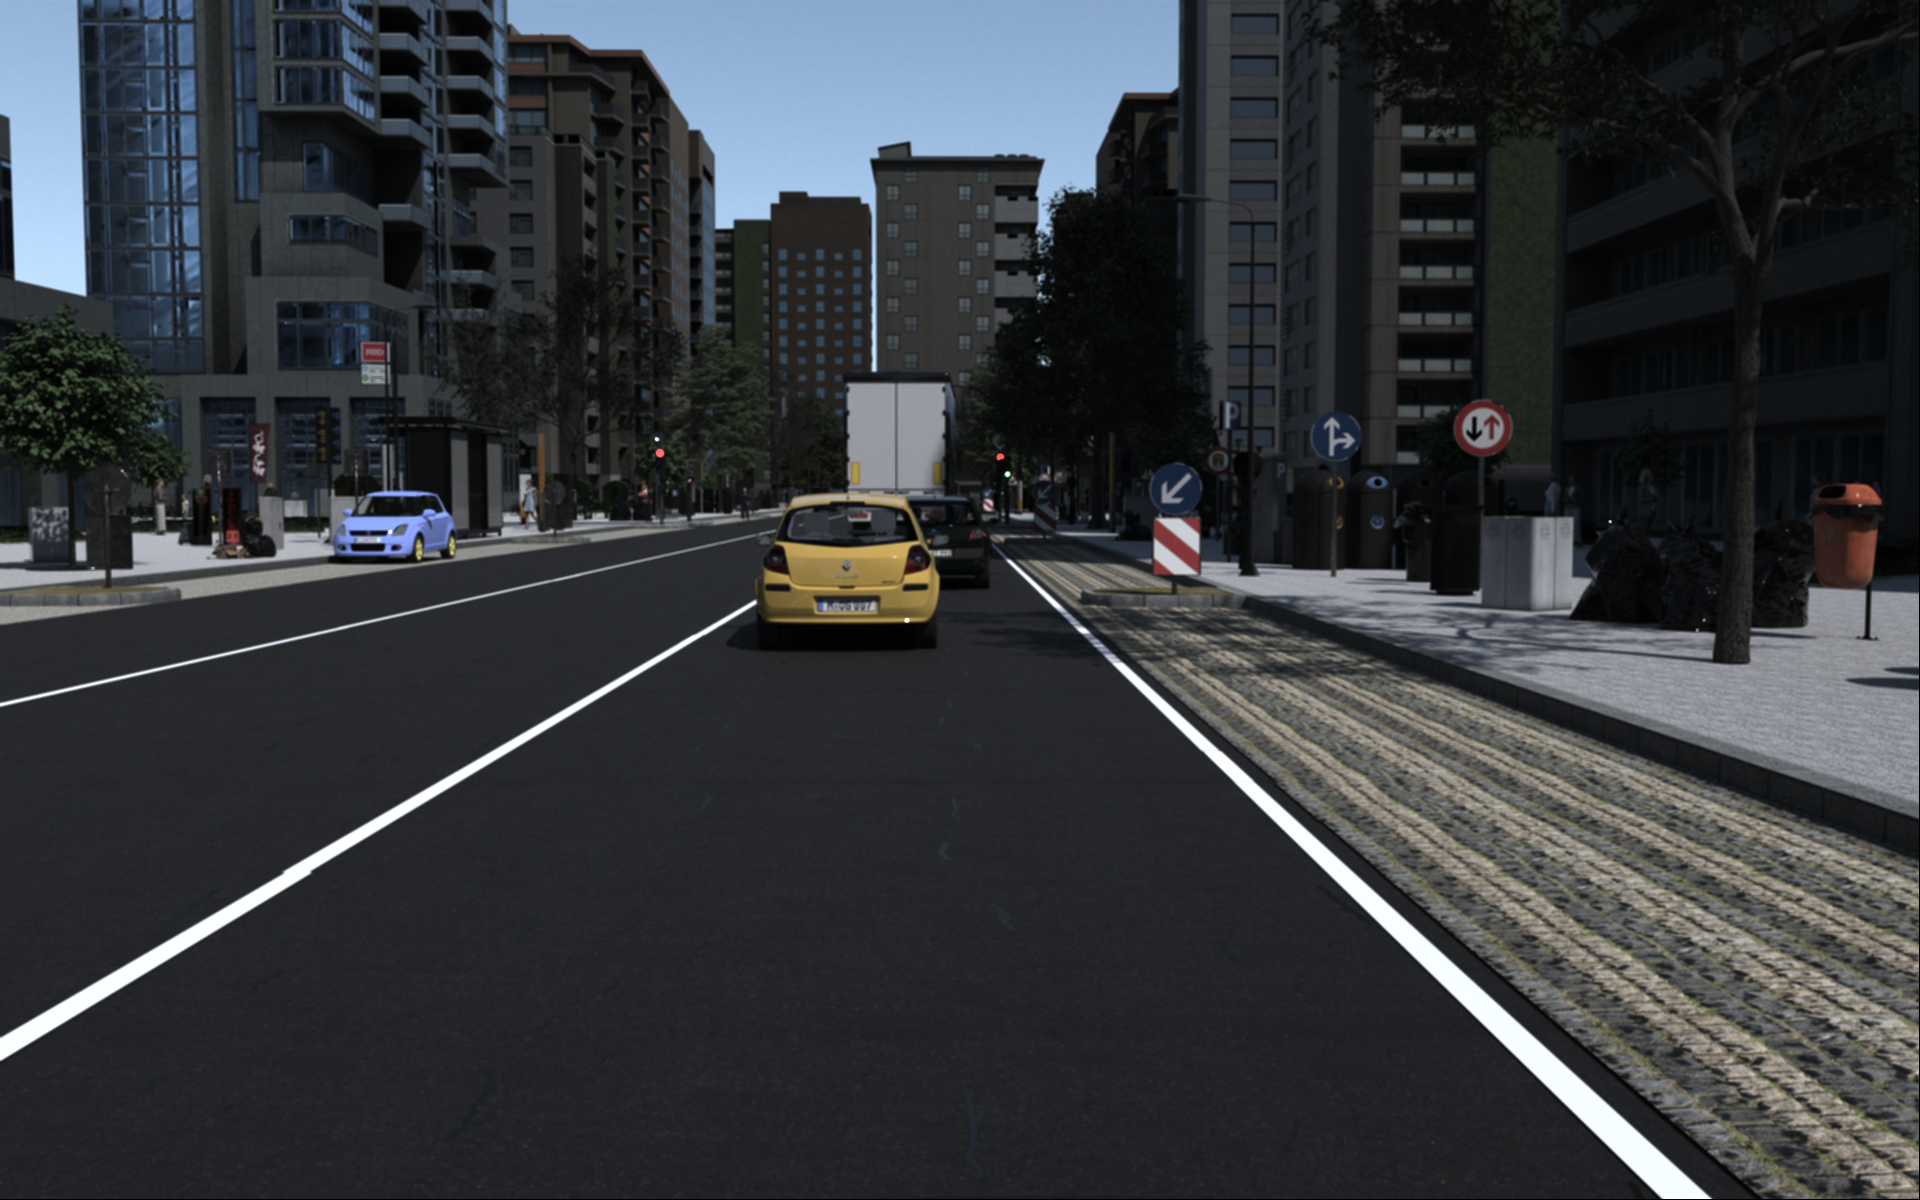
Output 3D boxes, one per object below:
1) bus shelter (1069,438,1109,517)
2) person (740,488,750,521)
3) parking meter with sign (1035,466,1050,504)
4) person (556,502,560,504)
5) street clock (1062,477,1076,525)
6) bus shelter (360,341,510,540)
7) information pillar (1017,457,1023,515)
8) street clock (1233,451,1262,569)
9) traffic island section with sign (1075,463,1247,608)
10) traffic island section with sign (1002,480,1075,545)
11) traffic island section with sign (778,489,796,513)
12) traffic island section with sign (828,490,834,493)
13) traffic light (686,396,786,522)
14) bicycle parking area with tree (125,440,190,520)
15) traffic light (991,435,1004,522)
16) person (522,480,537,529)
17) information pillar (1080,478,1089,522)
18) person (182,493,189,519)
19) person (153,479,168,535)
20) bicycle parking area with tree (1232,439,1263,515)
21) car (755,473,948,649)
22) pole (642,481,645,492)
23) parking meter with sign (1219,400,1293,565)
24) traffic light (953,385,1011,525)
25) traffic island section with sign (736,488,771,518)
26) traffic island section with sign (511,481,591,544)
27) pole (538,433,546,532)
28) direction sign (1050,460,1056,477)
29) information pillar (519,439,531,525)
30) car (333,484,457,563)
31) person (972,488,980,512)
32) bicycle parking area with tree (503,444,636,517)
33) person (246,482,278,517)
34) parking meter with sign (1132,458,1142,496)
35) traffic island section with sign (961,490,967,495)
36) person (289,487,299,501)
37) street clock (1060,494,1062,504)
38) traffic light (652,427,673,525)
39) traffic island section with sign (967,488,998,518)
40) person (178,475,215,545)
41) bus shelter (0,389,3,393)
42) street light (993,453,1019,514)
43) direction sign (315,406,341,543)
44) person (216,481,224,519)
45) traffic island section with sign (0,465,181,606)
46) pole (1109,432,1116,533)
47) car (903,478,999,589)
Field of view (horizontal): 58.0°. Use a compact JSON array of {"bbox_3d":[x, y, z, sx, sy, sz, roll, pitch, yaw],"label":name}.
[{"bbox_3d":[7.225,-7.447,99.392,2.179,5.291,8.768,0,4,-1],"label":"bus shelter"},{"bbox_3d":[-11.444,-5.086,92.075,0.576,1.772,0.534,0,4,2],"label":"person"},{"bbox_3d":[5.284,-6.915,109.326,0.543,3.016,1.738,-2,4,-27],"label":"parking meter with sign"},{"bbox_3d":[-19.272,-4.665,82.656,0.374,1.781,0.599,-2,4,-23],"label":"person"},{"bbox_3d":[4.648,-4.140,72.252,0.358,2.002,0.471,-2,4,-24],"label":"street clock"},{"bbox_3d":[-14.672,-4.317,48.211,2.179,5.291,8.768,0,4,-1],"label":"bus shelter"},{"bbox_3d":[3.696,-7.081,107.133,0.183,3.616,0.504,-2,4,-24],"label":"information pillar"},{"bbox_3d":[4.881,-1.522,29.456,0.358,2.002,0.471,-3,5,-39],"label":"street clock"},{"bbox_3d":[2.614,-0.858,22.664,1.989,1.847,2.006,0,4,-1],"label":"traffic island section with sign"},{"bbox_3d":[2.272,-2.507,49.617,1.989,1.847,2.006,0,4,-1],"label":"traffic island section with sign"},{"bbox_3d":[-12.895,-7.620,133.222,1.989,1.847,2.006,0,4,-1],"label":"traffic island section with sign"},{"bbox_3d":[-13.504,-10.620,182.265,1.989,1.847,2.006,0,4,-1],"label":"traffic island section with sign"},{"bbox_3d":[-10.428,-6.453,80.168,4.771,5.953,1.251,0,4,-1],"label":"traffic light"},{"bbox_3d":[-44.288,-6.226,88.791,9.016,4.147,8.231,1,4,14],"label":"bicycle parking area with tree"},{"bbox_3d":[1.841,-5.589,80.302,0.839,4.253,0.868,0,4,-1],"label":"traffic light"},{"bbox_3d":[-15.713,-3.496,63.289,0.616,1.811,0.778,3,4,38],"label":"person"},{"bbox_3d":[5.771,-4.626,80.129,0.304,2.012,0.304,-3,5,-44],"label":"information pillar"},{"bbox_3d":[-28.931,-3.329,64.722,0.306,1.304,0.590,1,4,13],"label":"person"},{"bbox_3d":[-24.919,-2.902,54.046,0.519,1.759,0.362,3,5,45],"label":"person"},{"bbox_3d":[16.862,-6.248,89.154,8.231,4.147,9.016,2,4,32],"label":"bicycle parking area with tree"},{"bbox_3d":[-1.103,-0.444,17.479,2.015,1.641,3.980,0,4,-2],"label":"car"},{"bbox_3d":[-17.027,-6.075,93.165,0.158,3.312,0.155,0,3,0],"label":"pole"},{"bbox_3d":[5.618,-2.176,31.831,0.543,3.016,1.738,-3,5,-44],"label":"parking meter with sign"},{"bbox_3d":[-0.149,-5.962,72.150,4.771,5.953,1.251,0,4,-1],"label":"traffic light"},{"bbox_3d":[-12.541,-5.917,105.363,1.989,1.847,2.006,0,4,-1],"label":"traffic island section with sign"},{"bbox_3d":[-11.866,-2.560,50.476,1.989,1.847,2.006,0,4,-1],"label":"traffic island section with sign"},{"bbox_3d":[-14.010,-3.926,58.039,0.158,3.312,0.155,0,3,0],"label":"pole"},{"bbox_3d":[5.712,-7.017,106.724,0.379,3.537,0.876,-1,4,-22],"label":"direction sign"},{"bbox_3d":[-18.337,-4.994,73.003,0.504,3.616,0.183,-1,4,-21],"label":"information pillar"},{"bbox_3d":[-11.956,-1.658,36.698,1.945,1.707,3.694,0,4,0],"label":"car"},{"bbox_3d":[0.824,-5.010,90.986,0.480,1.755,0.524,-1,4,-20],"label":"person"},{"bbox_3d":[-24.362,-6.929,100.291,8.231,4.147,9.016,1,4,15],"label":"bicycle parking area with tree"},{"bbox_3d":[-28.898,-4.010,71.823,1.509,1.804,0.699,2,4,24],"label":"person"},{"bbox_3d":[8.459,-5.345,83.657,0.543,3.016,1.738,-1,4,-22],"label":"parking meter with sign"},{"bbox_3d":[1.239,-7.572,132.433,1.989,1.847,2.006,0,4,-1],"label":"traffic island section with sign"},{"bbox_3d":[-29.685,-4.163,77.116,0.362,1.759,0.519,1,4,19],"label":"person"},{"bbox_3d":[6.422,-6.406,109.311,0.471,2.002,0.358,-2,4,-35],"label":"street clock"},{"bbox_3d":[-12.419,-5.089,72.122,0.839,4.253,0.868,0,4,-1],"label":"traffic light"},{"bbox_3d":[1.581,-5.895,105.013,1.989,1.847,2.006,0,4,-1],"label":"traffic island section with sign"},{"bbox_3d":[-19.475,-2.323,44.246,0.699,1.804,1.509,1,4,12],"label":"person"},{"bbox_3d":[-15.499,-1.813,23.565,2.014,3.302,5.546,0,4,-1],"label":"bus shelter"},{"bbox_3d":[3.028,-8.361,109.237,1.470,5.913,1.316,0,4,-1],"label":"street light"},{"bbox_3d":[-16.448,-3.252,45.169,0.379,3.537,0.876,1,4,22],"label":"direction sign"},{"bbox_3d":[-30.792,-4.053,72.325,0.555,1.821,0.388,0,4,7],"label":"person"},{"bbox_3d":[-11.514,-0.873,22.896,1.989,1.847,2.006,0,4,-1],"label":"traffic island section with sign"},{"bbox_3d":[5.046,-3.881,57.291,0.158,3.312,0.155,0,3,0],"label":"pole"},{"bbox_3d":[-0.372,-1.093,27.653,2.009,1.686,4.222,0,4,0],"label":"car"}]
